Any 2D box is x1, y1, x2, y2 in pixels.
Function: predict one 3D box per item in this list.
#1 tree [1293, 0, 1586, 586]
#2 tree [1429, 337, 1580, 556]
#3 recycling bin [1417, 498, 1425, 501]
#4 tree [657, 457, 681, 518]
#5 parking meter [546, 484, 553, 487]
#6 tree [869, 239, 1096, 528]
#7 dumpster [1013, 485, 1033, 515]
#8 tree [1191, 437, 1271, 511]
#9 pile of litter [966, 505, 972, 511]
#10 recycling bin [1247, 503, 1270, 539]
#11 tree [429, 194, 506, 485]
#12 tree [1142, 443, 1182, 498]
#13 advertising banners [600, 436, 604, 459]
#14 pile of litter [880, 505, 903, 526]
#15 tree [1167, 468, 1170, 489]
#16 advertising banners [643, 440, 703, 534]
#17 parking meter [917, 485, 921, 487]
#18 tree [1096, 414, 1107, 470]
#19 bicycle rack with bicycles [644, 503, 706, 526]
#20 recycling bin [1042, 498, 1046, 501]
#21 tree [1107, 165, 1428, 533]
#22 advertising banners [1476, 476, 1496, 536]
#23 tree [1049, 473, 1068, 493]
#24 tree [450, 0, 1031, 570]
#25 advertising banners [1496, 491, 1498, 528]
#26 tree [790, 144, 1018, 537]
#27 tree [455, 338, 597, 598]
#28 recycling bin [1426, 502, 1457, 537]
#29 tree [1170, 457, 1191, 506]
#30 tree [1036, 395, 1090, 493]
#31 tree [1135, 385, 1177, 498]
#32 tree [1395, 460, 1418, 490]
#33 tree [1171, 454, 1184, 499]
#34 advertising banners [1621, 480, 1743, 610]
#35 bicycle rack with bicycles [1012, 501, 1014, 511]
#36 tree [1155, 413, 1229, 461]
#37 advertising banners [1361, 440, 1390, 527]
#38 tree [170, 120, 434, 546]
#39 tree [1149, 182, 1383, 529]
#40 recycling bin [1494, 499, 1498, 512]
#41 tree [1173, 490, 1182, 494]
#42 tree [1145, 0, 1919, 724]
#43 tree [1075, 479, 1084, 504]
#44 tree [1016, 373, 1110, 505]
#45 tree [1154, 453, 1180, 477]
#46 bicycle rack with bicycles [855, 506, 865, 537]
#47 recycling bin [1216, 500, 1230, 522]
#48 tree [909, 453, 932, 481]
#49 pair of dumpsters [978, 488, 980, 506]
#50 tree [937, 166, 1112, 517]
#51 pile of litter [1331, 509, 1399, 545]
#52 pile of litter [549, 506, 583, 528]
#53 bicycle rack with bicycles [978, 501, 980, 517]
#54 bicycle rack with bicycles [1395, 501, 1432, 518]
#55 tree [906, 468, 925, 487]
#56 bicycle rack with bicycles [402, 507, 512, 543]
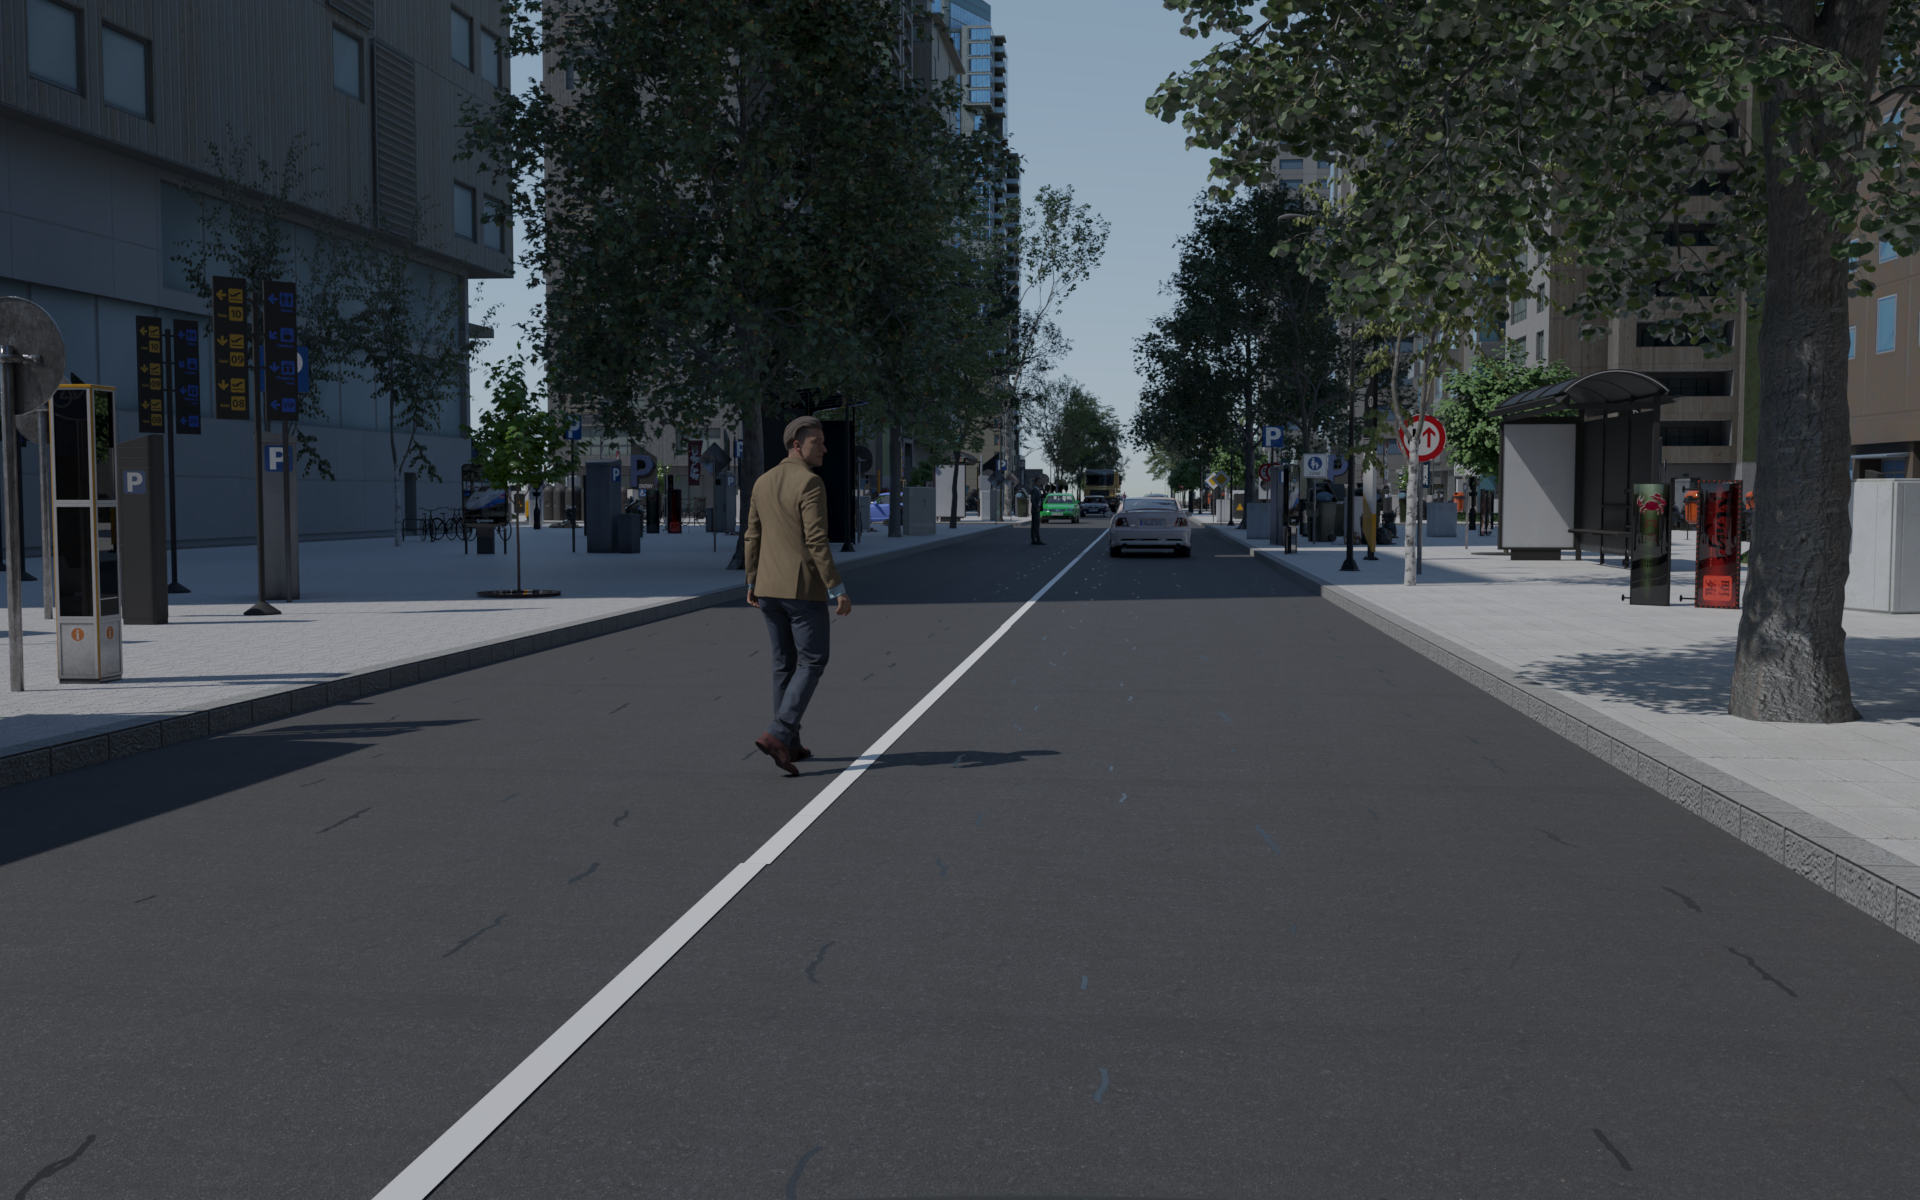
[{"bbox_3d":[6.479,-4.510,24.093,4.737,8.622,4.395,0,3,0],"label":"tree"},{"bbox_3d":[11.499,-3.229,36.510,4.285,4.588,4.351,0,3,0],"label":"tree"},{"bbox_3d":[32.956,-6.829,124.202,0.722,1.027,0.722,1,4,21],"label":"recycling bin"},{"bbox_3d":[-15.896,-5.938,91.690,1.663,3.219,1.824,0,3,0],"label":"tree"},{"bbox_3d":[-28.297,-6.957,119.454,0.255,1.863,0.399,1,4,11],"label":"parking meter"},{"bbox_3d":[-0.235,-7.927,64.012,8.767,10.594,7.601,-1,4,-8],"label":"tree"},{"bbox_3d":[3.972,-6.250,107.945,1.264,1.857,1.865,0,4,6],"label":"dumpster"},{"bbox_3d":[13.776,-6.228,85.540,4.285,4.588,4.351,0,3,0],"label":"tree"},{"bbox_3d":[0.147,-7.103,130.097,1.719,0.858,1.176,1,4,9],"label":"pile of litter"},{"bbox_3d":[8.630,-2.253,49.386,0.722,1.027,0.722,2,4,30],"label":"recycling bin"},{"bbox_3d":[-13.543,-5.620,42.245,4.360,8.622,3.978,0,3,0],"label":"tree"},{"bbox_3d":[28.908,-19.545,237.695,7.486,12.596,7.792,0,3,0],"label":"tree"},{"bbox_3d":[-10.762,-3.371,51.309,0.090,3.025,2.074,0,4,2],"label":"advertising banners"},{"bbox_3d":[-2.662,-3.456,70.471,1.176,0.858,1.719,3,5,43],"label":"pile of litter"},{"bbox_3d":[18.324,-9.408,137.537,4.285,4.588,4.351,0,3,0],"label":"tree"},{"bbox_3d":[-9.296,-3.670,56.187,2.074,3.025,0.090,1,4,13],"label":"advertising banners"},{"bbox_3d":[-2.788,-6.781,116.585,0.255,1.863,0.399,0,4,8],"label":"parking meter"},{"bbox_3d":[12.736,-15.458,187.155,8.767,10.594,7.601,-1,4,-15],"label":"tree"},{"bbox_3d":[-11.847,-3.409,69.127,2.925,0.926,2.852,3,5,44],"label":"bicycle rack with bicycles"},{"bbox_3d":[6.426,-7.327,132.344,0.722,1.027,0.722,1,4,11],"label":"recycling bin"},{"bbox_3d":[9.813,-7.031,49.375,7.601,10.594,8.767,3,4,36],"label":"tree"},{"bbox_3d":[15.938,-3.459,52.743,0.090,3.025,2.074,2,4,30],"label":"advertising banners"},{"bbox_3d":[7.839,-8.959,141.074,1.663,3.219,1.824,0,3,0],"label":"tree"},{"bbox_3d":[-3.600,-6.875,29.408,9.611,12.733,9.660,0,3,0],"label":"tree"},{"bbox_3d":[19.651,-4.057,62.518,0.090,3.025,2.074,-2,4,-28],"label":"advertising banners"},{"bbox_3d":[-2.345,-8.151,51.402,7.486,12.596,7.792,0,3,0],"label":"tree"},{"bbox_3d":[-5.521,-1.650,21.587,1.663,3.219,1.824,0,3,0],"label":"tree"},{"bbox_3d":[14.462,-2.411,51.980,0.722,1.027,0.722,0,4,-3],"label":"recycling bin"},{"bbox_3d":[18.473,-8.925,129.635,4.285,4.588,4.351,0,3,0],"label":"tree"},{"bbox_3d":[7.344,-10.906,128.678,4.360,8.622,3.978,0,3,0],"label":"tree"},{"bbox_3d":[31.190,-24.318,253.481,12.611,20.169,13.585,0,3,0],"label":"tree"},{"bbox_3d":[25.054,-6.252,96.820,1.663,3.219,1.824,0,3,0],"label":"tree"},{"bbox_3d":[26.964,-15.774,208.260,4.360,8.622,3.978,0,3,0],"label":"tree"},{"bbox_3d":[8.455,-1.415,19.324,2.074,3.025,0.090,3,5,43],"label":"advertising banners"},{"bbox_3d":[5.119,-8.475,151.955,2.852,0.926,2.925,2,4,32],"label":"bicycle rack with bicycles"},{"bbox_3d":[22.853,-15.872,169.883,12.009,13.543,11.850,0,3,0],"label":"tree"},{"bbox_3d":[13.446,-3.648,55.838,0.090,3.025,2.074,2,4,35],"label":"advertising banners"},{"bbox_3d":[-13.731,-5.181,35.068,4.360,8.622,3.978,0,3,0],"label":"tree"},{"bbox_3d":[10.473,-8.922,62.890,9.611,12.733,9.660,0,3,0],"label":"tree"},{"bbox_3d":[27.562,-4.680,89.079,0.722,1.027,0.722,1,4,12],"label":"recycling bin"},{"bbox_3d":[30.306,-15.202,243.159,1.663,3.219,1.824,0,3,0],"label":"tree"},{"bbox_3d":[4.719,-6.300,9.665,9.857,13.997,8.962,0,3,0],"label":"tree"},{"bbox_3d":[18.108,-15.835,242.623,4.285,4.588,4.351,0,3,0],"label":"tree"},{"bbox_3d":[8.624,-13.709,149.899,9.928,11.665,9.643,0,3,0],"label":"tree"},{"bbox_3d":[35.682,-22.165,288.149,9.928,11.665,9.643,0,3,0],"label":"tree"},{"bbox_3d":[-4.163,-2.367,52.082,2.852,0.926,2.925,0,4,-8],"label":"bicycle rack with bicycles"},{"bbox_3d":[12.165,-4.097,79.546,0.722,1.027,0.722,1,4,13],"label":"recycling bin"},{"bbox_3d":[-2.291,-9.401,137.413,4.285,4.588,4.351,0,3,0],"label":"tree"},{"bbox_3d":[2.101,-7.329,122.320,1.574,2.255,4.437,0,4,6],"label":"pair of dumpsters"},{"bbox_3d":[1.395,-14.832,98.386,12.611,20.169,13.585,0,3,0],"label":"tree"},{"bbox_3d":[10.246,-1.835,43.969,1.719,0.858,1.176,0,4,8],"label":"pile of litter"},{"bbox_3d":[-14.898,-3.148,65.429,1.176,0.858,1.719,-2,4,-25],"label":"pile of litter"},{"bbox_3d":[0.703,-5.040,95.783,2.852,0.926,2.925,1,4,10],"label":"bicycle rack with bicycles"},{"bbox_3d":[24.780,-4.915,93.737,2.852,0.926,2.925,-3,5,-44],"label":"bicycle rack with bicycles"},{"bbox_3d":[-3.366,-8.174,128.248,1.663,3.219,1.824,0,3,0],"label":"tree"},{"bbox_3d":[-13.932,-2.075,47.309,2.852,0.926,2.925,-3,5,-41],"label":"bicycle rack with bicycles"}]
